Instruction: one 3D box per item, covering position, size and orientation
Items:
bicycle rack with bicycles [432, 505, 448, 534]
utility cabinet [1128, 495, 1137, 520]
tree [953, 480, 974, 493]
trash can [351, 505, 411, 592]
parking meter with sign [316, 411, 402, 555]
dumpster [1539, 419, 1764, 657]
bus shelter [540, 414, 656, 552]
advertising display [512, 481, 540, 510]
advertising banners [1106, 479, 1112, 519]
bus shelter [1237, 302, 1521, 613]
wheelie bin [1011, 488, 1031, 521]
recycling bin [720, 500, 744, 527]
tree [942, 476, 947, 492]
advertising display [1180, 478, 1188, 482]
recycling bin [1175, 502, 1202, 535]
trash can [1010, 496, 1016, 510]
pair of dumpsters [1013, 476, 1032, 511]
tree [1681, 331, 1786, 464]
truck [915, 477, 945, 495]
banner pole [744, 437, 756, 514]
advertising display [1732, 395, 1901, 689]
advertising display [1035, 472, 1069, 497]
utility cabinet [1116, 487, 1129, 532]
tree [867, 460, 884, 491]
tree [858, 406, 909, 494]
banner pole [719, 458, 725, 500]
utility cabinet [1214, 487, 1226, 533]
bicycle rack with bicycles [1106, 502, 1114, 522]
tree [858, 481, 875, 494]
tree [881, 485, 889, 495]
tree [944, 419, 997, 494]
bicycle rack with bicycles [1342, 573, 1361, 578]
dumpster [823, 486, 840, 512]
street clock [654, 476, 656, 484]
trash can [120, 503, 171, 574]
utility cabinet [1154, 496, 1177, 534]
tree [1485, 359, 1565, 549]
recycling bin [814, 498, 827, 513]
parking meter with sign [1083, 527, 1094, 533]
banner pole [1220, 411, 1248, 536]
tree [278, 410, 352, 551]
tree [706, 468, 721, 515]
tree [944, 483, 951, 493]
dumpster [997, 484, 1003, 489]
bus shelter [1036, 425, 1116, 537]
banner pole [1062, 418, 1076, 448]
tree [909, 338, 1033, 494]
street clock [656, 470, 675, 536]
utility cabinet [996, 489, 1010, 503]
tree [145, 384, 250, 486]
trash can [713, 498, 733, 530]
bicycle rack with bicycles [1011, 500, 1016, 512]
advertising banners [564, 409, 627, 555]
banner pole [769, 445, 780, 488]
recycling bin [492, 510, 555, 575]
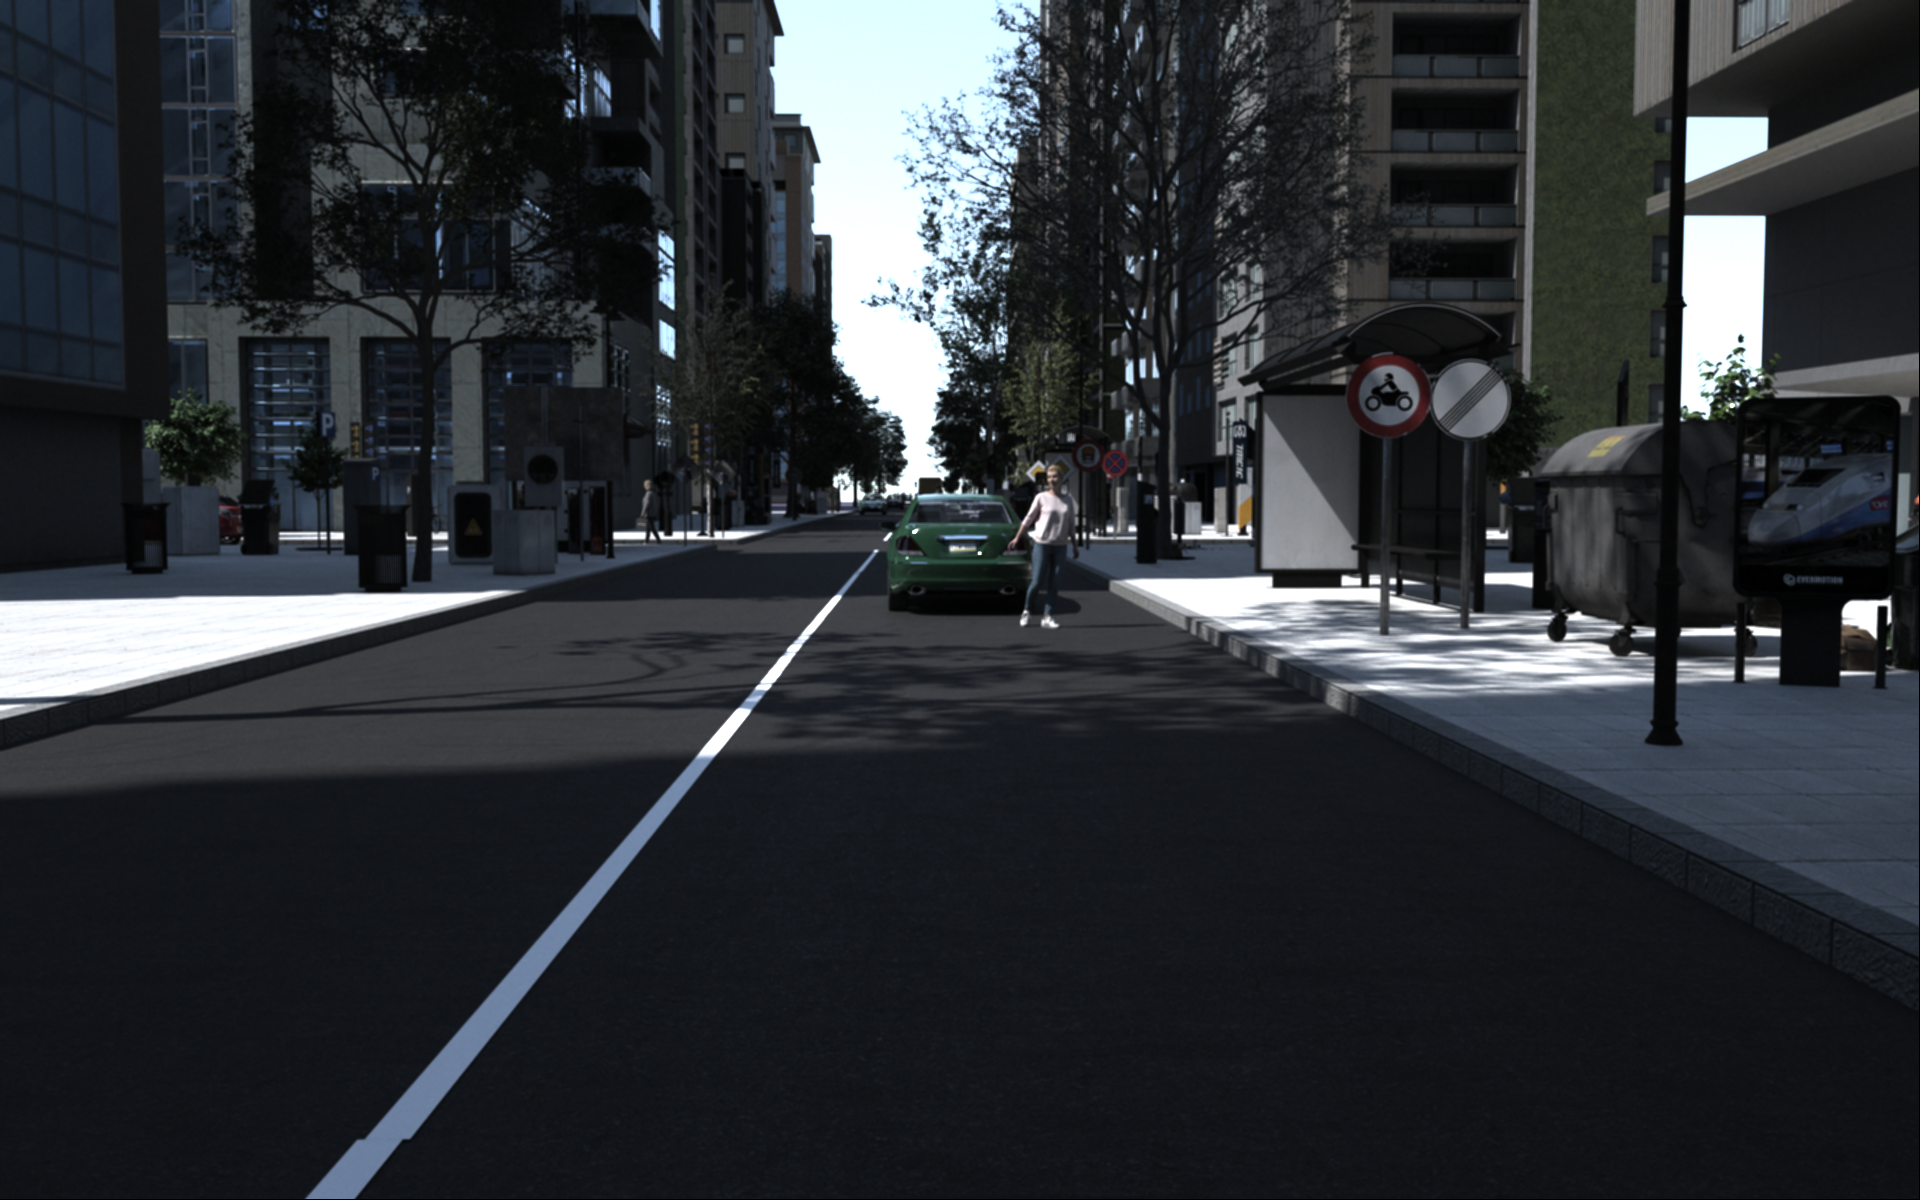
[{"bbox_3d":[-16.025,-2.621,56.229,2.852,0.926,2.925,-3,4,-39],"label":"bicycle rack with bicycles"},{"bbox_3d":[8.443,-4.582,86.075,1.020,1.237,0.306,1,4,23],"label":"utility cabinet"},{"bbox_3d":[0.585,-12.450,198.159,1.663,3.219,1.824,0,3,0],"label":"tree"},{"bbox_3d":[-7.589,-0.679,22.758,0.748,1.137,0.748,0,3,0],"label":"trash can"},{"bbox_3d":[-12.623,-2.463,36.532,1.738,3.016,0.543,1,4,15],"label":"parking meter with sign"},{"bbox_3d":[5.711,-0.523,14.308,1.264,1.857,1.865,0,4,-1],"label":"dumpster"},{"bbox_3d":[-8.534,-2.852,40.556,2.014,3.302,5.546,0,4,-1],"label":"bus shelter"},{"bbox_3d":[-10.470,-2.241,41.858,0.123,1.923,0.974,1,4,23],"label":"advertising display"},{"bbox_3d":[7.254,-5.491,85.958,0.090,3.025,2.074,-1,4,-12],"label":"advertising banners"},{"bbox_3d":[4.857,-1.660,21.073,2.014,3.302,5.546,0,4,-1],"label":"bus shelter"},{"bbox_3d":[2.986,-4.656,84.031,0.980,1.594,0.693,0,4,7],"label":"wheelie bin"},{"bbox_3d":[-8.964,-3.395,68.062,0.722,1.027,0.722,2,4,35],"label":"recycling bin"},{"bbox_3d":[-1.389,-17.220,265.266,4.285,4.588,4.351,0,3,0],"label":"tree"},{"bbox_3d":[8.965,-3.928,69.443,0.123,1.923,0.974,0,4,-3],"label":"advertising display"},{"bbox_3d":[7.190,-2.569,54.550,0.722,1.027,0.722,0,4,-3],"label":"recycling bin"},{"bbox_3d":[3.102,-5.674,104.421,0.748,1.137,0.748,0,3,0],"label":"trash can"},{"bbox_3d":[3.848,-5.717,95.959,1.574,2.255,4.437,0,4,-1],"label":"pair of dumpsters"},{"bbox_3d":[9.353,-1.591,20.617,1.663,3.219,1.824,0,3,0],"label":"tree"},{"bbox_3d":[-3.399,-12.250,196.210,3.469,3.379,9.791,0,4,-2],"label":"truck"},{"bbox_3d":[-9.167,-5.226,75.464,0.863,3.779,0.401,3,5,41],"label":"banner pole"},{"bbox_3d":[5.693,-0.388,11.554,0.974,1.923,0.123,2,4,25],"label":"advertising display"},{"bbox_3d":[2.667,-2.763,50.386,0.974,1.923,0.123,0,4,-2],"label":"advertising display"},{"bbox_3d":[5.477,-3.051,58.565,0.318,1.500,1.173,0,4,-3],"label":"utility cabinet"},{"bbox_3d":[-11.553,-16.172,214.774,4.360,8.622,3.978,0,3,0],"label":"tree"},{"bbox_3d":[-11.633,-21.059,250.968,9.857,13.997,8.962,0,3,0],"label":"tree"},{"bbox_3d":[-14.678,-7.130,106.593,0.401,3.779,0.863,-3,5,-41],"label":"banner pole"},{"bbox_3d":[8.597,-2.973,57.281,0.318,1.500,1.173,0,4,3],"label":"utility cabinet"},{"bbox_3d":[6.347,-3.973,78.345,2.852,0.926,2.925,-3,4,-39],"label":"bicycle rack with bicycles"},{"bbox_3d":[-11.458,-13.699,218.571,1.663,3.219,1.824,0,3,0],"label":"tree"},{"bbox_3d":[-12.434,-17.637,282.969,1.663,3.219,1.824,0,3,0],"label":"tree"},{"bbox_3d":[1.229,-13.921,177.977,4.360,8.622,3.978,0,3,0],"label":"tree"},{"bbox_3d":[6.603,-0.833,27.003,2.925,0.926,2.852,1,4,13],"label":"bicycle rack with bicycles"},{"bbox_3d":[-9.177,-7.175,123.077,1.264,1.857,1.865,0,4,-1],"label":"dumpster"},{"bbox_3d":[-10.460,-3.435,60.733,0.471,2.002,0.358,-1,4,-19],"label":"street clock"},{"bbox_3d":[-13.126,-0.996,27.938,0.748,1.137,0.748,0,3,0],"label":"trash can"},{"bbox_3d":[6.500,-2.757,56.241,1.020,1.237,0.306,2,4,27],"label":"utility cabinet"},{"bbox_3d":[12.465,-3.492,40.813,4.285,4.588,4.351,0,3,0],"label":"tree"},{"bbox_3d":[-9.356,-6.341,116.221,0.722,1.027,0.722,-1,4,-16],"label":"recycling bin"},{"bbox_3d":[4.339,-3.795,58.305,0.543,3.016,1.738,0,4,-4],"label":"parking meter with sign"},{"bbox_3d":[8.309,-3.816,52.404,0.863,3.779,0.401,2,4,29],"label":"banner pole"},{"bbox_3d":[-14.777,-2.749,39.540,1.663,3.219,1.824,0,3,0],"label":"tree"},{"bbox_3d":[-14.340,-6.708,104.283,1.663,3.219,1.824,0,3,0],"label":"tree"},{"bbox_3d":[-1.612,-15.864,253.973,1.663,3.219,1.824,0,3,0],"label":"tree"},{"bbox_3d":[2.872,-7.411,123.671,1.502,2.255,1.985,0,4,-1],"label":"dumpster"},{"bbox_3d":[3.515,-3.648,53.561,2.014,3.302,5.546,0,4,-1],"label":"bus shelter"},{"bbox_3d":[3.544,-4.084,56.793,0.401,3.779,0.863,-3,4,-36],"label":"banner pole"},{"bbox_3d":[1.618,-14.457,143.035,9.857,13.997,8.962,0,3,0],"label":"tree"},{"bbox_3d":[-8.878,-2.941,52.654,0.471,2.002,0.358,3,5,43],"label":"street clock"},{"bbox_3d":[1.882,-4.077,75.345,0.318,1.500,1.173,-1,4,-14],"label":"utility cabinet"},{"bbox_3d":[-22.937,-4.160,51.734,4.285,4.588,4.351,0,3,0],"label":"tree"},{"bbox_3d":[-8.459,-3.071,61.871,0.748,1.137,0.748,0,3,0],"label":"trash can"},{"bbox_3d":[3.128,-5.452,102.528,2.925,0.926,2.852,-1,4,-12],"label":"bicycle rack with bicycles"},{"bbox_3d":[-7.674,-2.467,36.531,2.074,3.025,0.090,3,5,40],"label":"advertising banners"},{"bbox_3d":[-9.412,-5.975,87.712,0.863,3.779,0.401,2,4,32],"label":"banner pole"},{"bbox_3d":[-6.986,-0.928,27.735,0.722,1.027,0.722,3,4,36],"label":"recycling bin"}]
